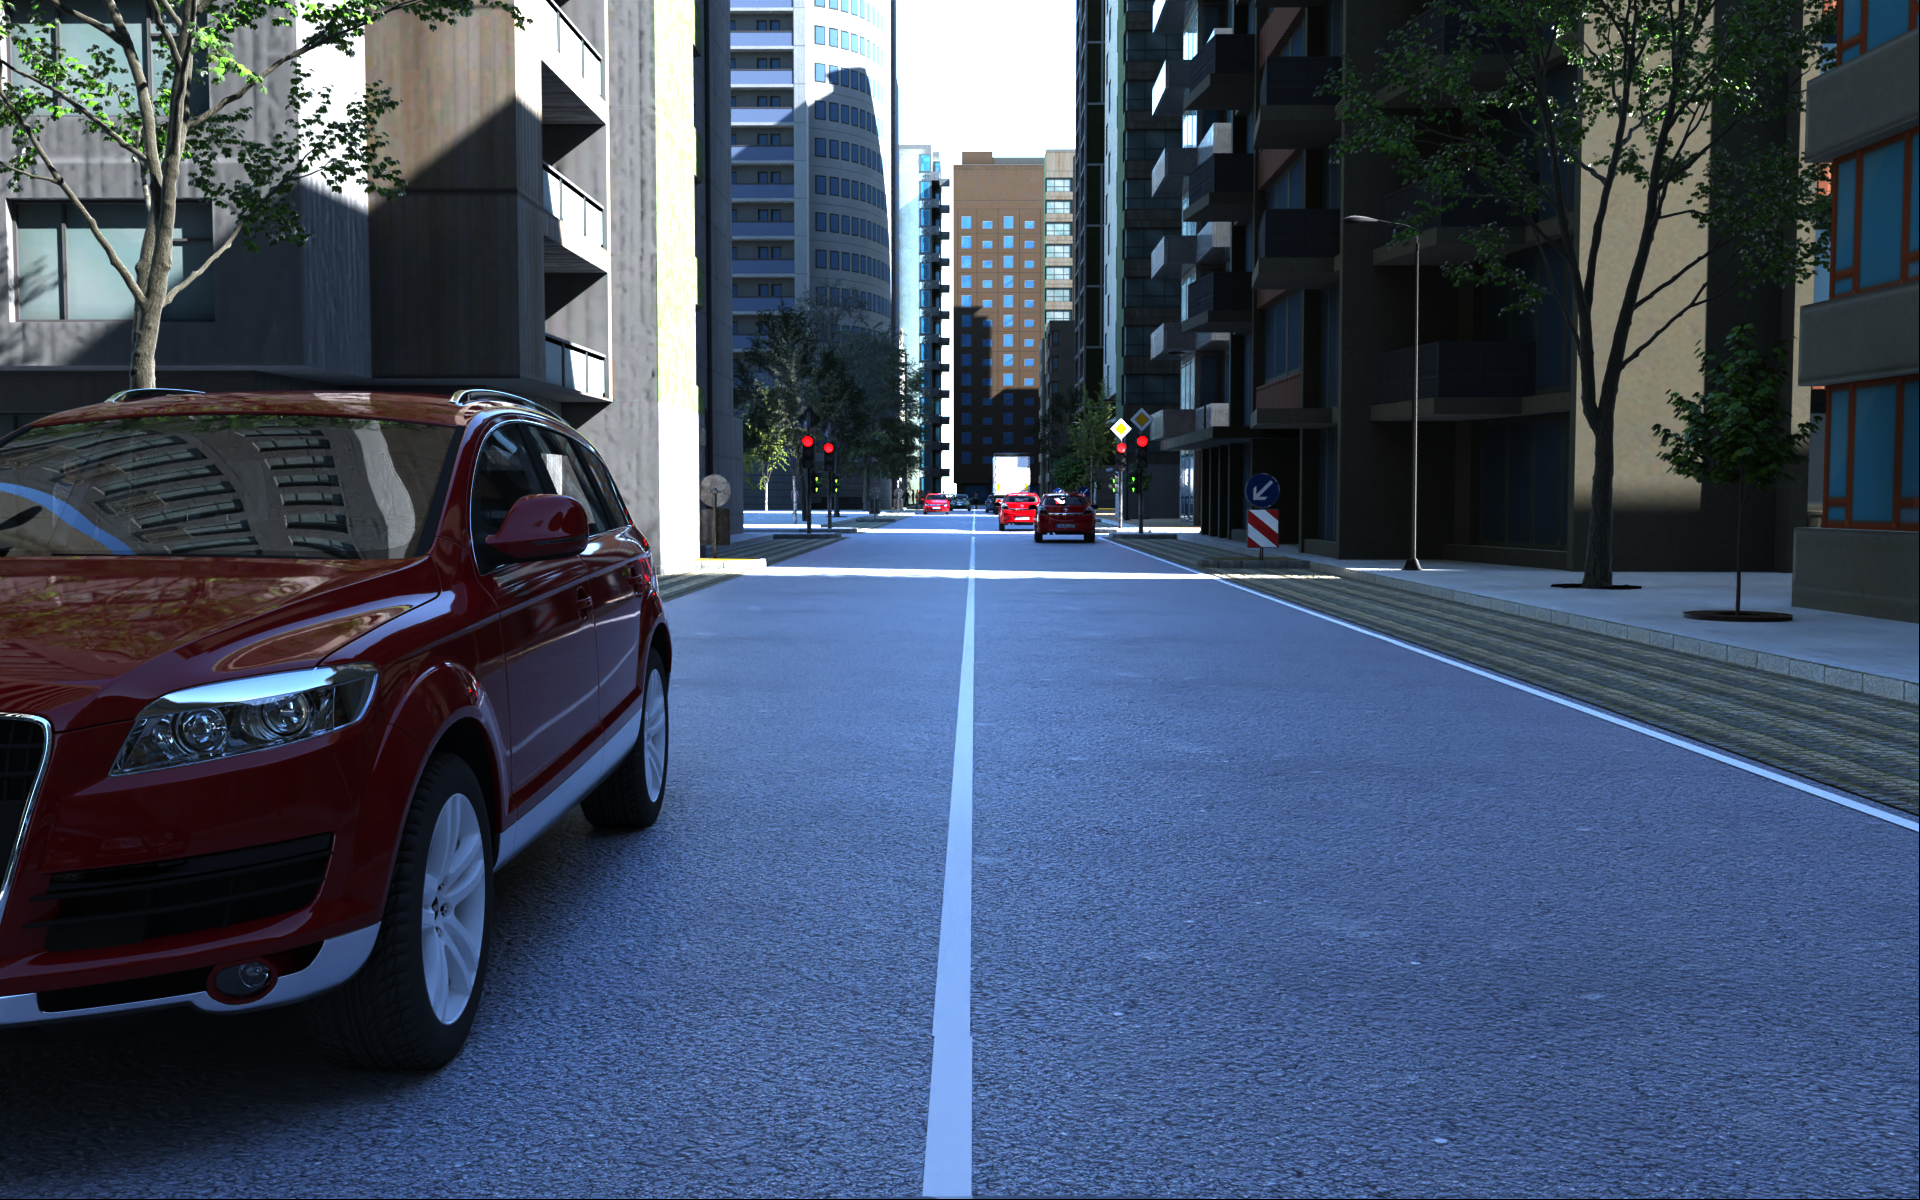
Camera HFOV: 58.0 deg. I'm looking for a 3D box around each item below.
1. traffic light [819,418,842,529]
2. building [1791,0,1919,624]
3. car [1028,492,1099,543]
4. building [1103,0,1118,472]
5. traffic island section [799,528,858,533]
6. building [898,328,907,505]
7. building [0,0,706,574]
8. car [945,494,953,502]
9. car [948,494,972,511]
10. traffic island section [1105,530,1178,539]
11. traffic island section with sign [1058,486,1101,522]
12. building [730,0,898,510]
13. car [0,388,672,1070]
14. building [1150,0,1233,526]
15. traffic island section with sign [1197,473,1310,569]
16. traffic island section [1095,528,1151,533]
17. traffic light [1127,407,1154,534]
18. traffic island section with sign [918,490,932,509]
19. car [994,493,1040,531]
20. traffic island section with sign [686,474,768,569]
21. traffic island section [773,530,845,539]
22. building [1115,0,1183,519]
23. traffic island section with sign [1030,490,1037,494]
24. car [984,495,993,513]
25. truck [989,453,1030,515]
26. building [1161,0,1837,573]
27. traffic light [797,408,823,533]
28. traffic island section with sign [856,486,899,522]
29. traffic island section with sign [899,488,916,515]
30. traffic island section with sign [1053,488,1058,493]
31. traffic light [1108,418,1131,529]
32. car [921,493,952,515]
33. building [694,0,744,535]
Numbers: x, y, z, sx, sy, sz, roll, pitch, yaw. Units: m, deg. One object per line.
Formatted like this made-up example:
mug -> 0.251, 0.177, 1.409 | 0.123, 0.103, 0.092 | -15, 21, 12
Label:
traffic light -> -4.825, -4.609, 64.278 | 0.839, 4.253, 0.868 | 0, 4, 1
building -> 23.199, -9.759, 4.594 | 27.650, 21.520, 28.899 | 0, 4, 1
car -> 3.146, -2.659, 52.510 | 2.155, 1.783, 4.494 | 0, 4, 2
building -> 24.766, -32.748, 124.675 | 28.713, 52.752, 27.495 | 0, 4, 1
traffic island section -> -4.865, -2.577, 64.413 | 2.009, 0.180, 2.903 | 0, 4, 1
building -> -21.152, -21.854, 202.345 | 28.899, 21.520, 27.650 | 0, 4, 1
building -> -12.276, -21.029, 27.412 | 14.154, 41.232, 14.086 | 0, 4, 1
car -> -1.213, -10.838, 186.001 | 1.959, 1.807, 4.718 | 0, 4, 2
car -> 0.014, -8.360, 148.484 | 2.131, 1.459, 4.920 | 0, 4, 1
traffic island section -> 5.905, -2.082, 56.328 | 2.009, 0.180, 2.903 | 0, 4, 1
traffic island section with sign -> 6.211, -4.910, 88.911 | 1.989, 1.847, 2.006 | 0, 4, 1
building -> -16.675, -37.353, 152.719 | 21.231, 58.520, 28.212 | 0, 4, 1
car -> -2.293, 0.164, 5.984 | 2.281, 1.827, 5.304 | 0, 4, -1
building -> 23.478, -27.758, 73.451 | 30.456, 49.044, 23.786 | 0, 4, 1
traffic island section with sign -> 5.710, -1.554, 34.039 | 1.989, 1.847, 2.006 | 0, 4, 1
traffic island section -> 5.976, -2.571, 64.313 | 2.009, 0.180, 2.903 | 0, 4, 1
traffic light -> 5.865, -4.116, 56.215 | 0.839, 4.253, 0.868 | 0, 4, 1
traffic island section with sign -> -3.636, -9.635, 166.166 | 1.989, 1.847, 2.006 | 0, 4, 1
car -> 2.426, -3.643, 68.601 | 2.155, 1.783, 4.494 | 0, 4, 1
traffic island section with sign -> -4.810, -1.546, 33.911 | 1.989, 1.847, 2.006 | 0, 4, 1
traffic island section -> -4.936, -2.089, 56.428 | 2.009, 0.180, 2.903 | 0, 4, 1
building -> 15.605, -19.877, 96.687 | 14.160, 30.474, 14.107 | 0, 4, 1
traffic island section with sign -> 6.880, -9.629, 166.063 | 1.989, 1.847, 2.006 | 0, 4, 1
car -> 2.840, -7.439, 133.631 | 2.014, 1.417, 4.499 | 0, 4, 1
truck -> 3.580, -8.267, 124.073 | 2.839, 4.237, 11.283 | 0, 4, 0
building -> 17.107, -23.616, 40.754 | 22.147, 44.769, 28.867 | 0, 4, 1
traffic light -> -4.896, -4.121, 56.293 | 0.839, 4.253, 0.868 | 0, 4, 1
traffic island section with sign -> -4.312, -4.917, 89.013 | 1.989, 1.847, 2.006 | 0, 4, 1
traffic island section with sign -> -4.074, -6.618, 116.831 | 1.989, 1.847, 2.006 | 0, 4, 1
traffic island section with sign -> 6.441, -6.562, 115.918 | 1.989, 1.847, 2.006 | 0, 4, 1
traffic light -> 5.936, -4.604, 64.199 | 0.839, 4.253, 0.868 | 0, 4, 1
car -> -1.645, -6.830, 120.705 | 2.155, 1.783, 4.494 | 0, 4, 0
building -> -17.505, -37.089, 44.659 | 20.611, 71.187, 20.563 | 0, 4, 1
